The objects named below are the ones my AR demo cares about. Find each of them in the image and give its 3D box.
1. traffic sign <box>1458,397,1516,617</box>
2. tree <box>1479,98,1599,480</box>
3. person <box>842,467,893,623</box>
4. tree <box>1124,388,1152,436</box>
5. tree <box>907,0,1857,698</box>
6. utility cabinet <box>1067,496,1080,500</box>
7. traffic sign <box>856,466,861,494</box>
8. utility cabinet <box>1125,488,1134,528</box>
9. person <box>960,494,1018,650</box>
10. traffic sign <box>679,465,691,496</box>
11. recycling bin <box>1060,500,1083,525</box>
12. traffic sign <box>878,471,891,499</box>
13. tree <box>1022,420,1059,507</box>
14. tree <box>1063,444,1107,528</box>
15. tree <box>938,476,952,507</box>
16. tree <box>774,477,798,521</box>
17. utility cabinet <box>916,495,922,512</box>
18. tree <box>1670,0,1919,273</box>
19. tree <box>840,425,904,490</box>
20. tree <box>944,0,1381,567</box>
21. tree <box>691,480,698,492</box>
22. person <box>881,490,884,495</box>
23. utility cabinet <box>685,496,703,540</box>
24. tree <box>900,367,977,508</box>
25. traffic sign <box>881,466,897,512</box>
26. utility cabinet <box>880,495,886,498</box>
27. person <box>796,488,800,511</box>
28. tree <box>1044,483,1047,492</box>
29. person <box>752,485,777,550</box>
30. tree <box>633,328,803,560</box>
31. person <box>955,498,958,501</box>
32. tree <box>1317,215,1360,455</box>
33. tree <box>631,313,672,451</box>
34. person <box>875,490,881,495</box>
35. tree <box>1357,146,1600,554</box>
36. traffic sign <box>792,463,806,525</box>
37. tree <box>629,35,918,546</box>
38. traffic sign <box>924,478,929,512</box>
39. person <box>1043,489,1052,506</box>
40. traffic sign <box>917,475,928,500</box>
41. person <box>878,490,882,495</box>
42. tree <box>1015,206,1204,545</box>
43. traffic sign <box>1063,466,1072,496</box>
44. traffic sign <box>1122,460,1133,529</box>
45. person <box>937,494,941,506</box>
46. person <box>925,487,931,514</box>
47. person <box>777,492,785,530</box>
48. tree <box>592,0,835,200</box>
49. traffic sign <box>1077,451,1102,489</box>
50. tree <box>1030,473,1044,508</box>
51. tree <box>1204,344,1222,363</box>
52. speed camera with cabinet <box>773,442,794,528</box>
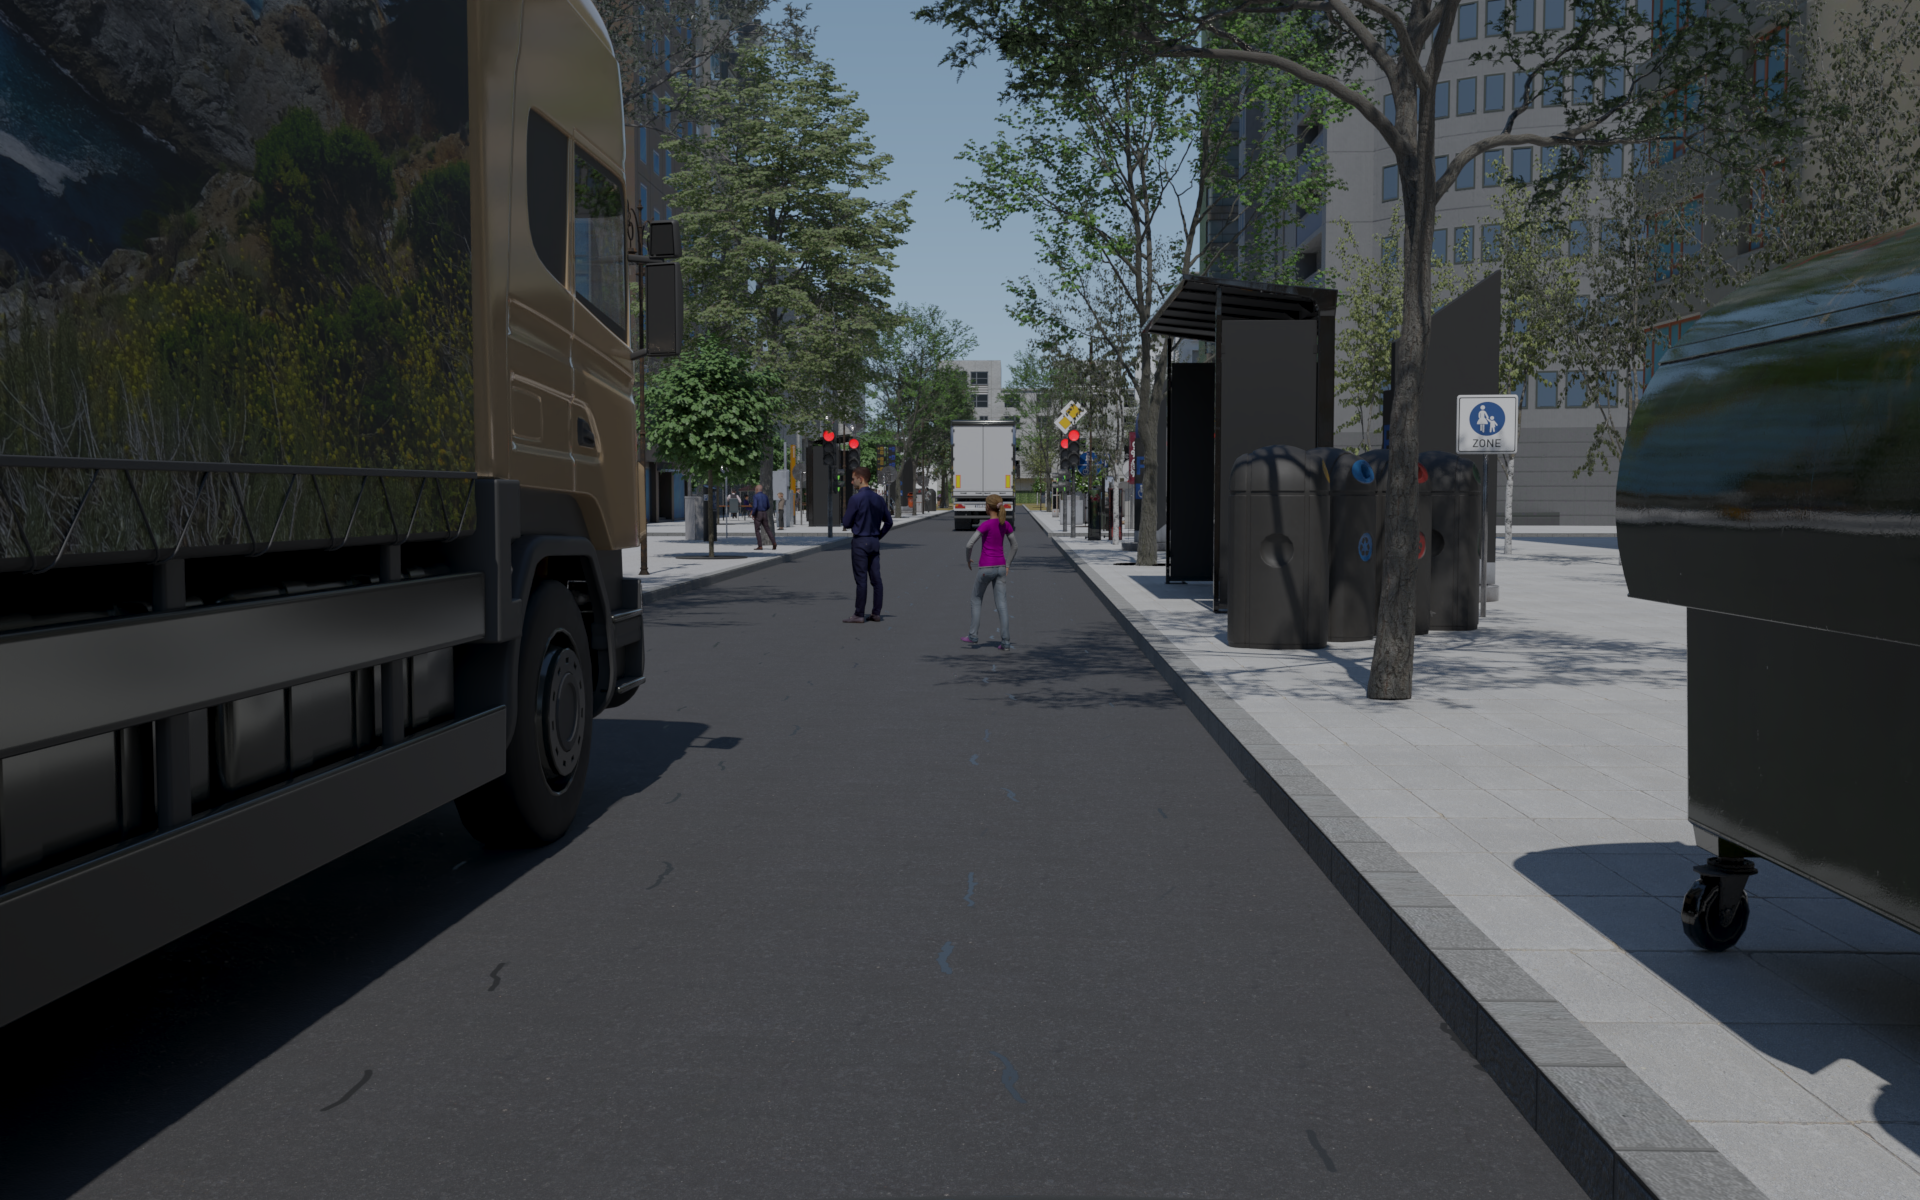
[{"bbox_3d":[5.447,-0.969,17.969,0.606,2.300,0.079,1,4,9],"label":"traffic sign"},{"bbox_3d":[11.671,-4.924,30.877,4.360,8.622,3.978,0,3,0],"label":"tree"},{"bbox_3d":[-1.099,-0.624,19.403,0.504,1.737,0.576,2,4,33],"label":"person"},{"bbox_3d":[13.918,-10.759,126.276,4.737,8.622,4.395,0,3,0],"label":"tree"},{"bbox_3d":[3.046,-4.657,10.548,7.601,10.594,8.767,0,3,0],"label":"tree"},{"bbox_3d":[4.903,-3.978,76.208,0.306,1.237,1.020,2,4,33],"label":"utility cabinet"},{"bbox_3d":[-4.576,-4.645,76.051,0.768,2.556,0.104,0,4,4],"label":"traffic sign"},{"bbox_3d":[6.434,-3.391,64.130,0.318,1.500,1.173,2,4,26],"label":"utility cabinet"},{"bbox_3d":[0.208,-0.257,15.937,0.726,1.434,0.776,-2,4,-35],"label":"person"},{"bbox_3d":[-7.754,-3.033,49.692,0.768,2.556,0.104,1,4,9],"label":"traffic sign"},{"bbox_3d":[4.647,-3.649,72.216,0.722,1.027,0.722,3,4,36],"label":"recycling bin"},{"bbox_3d":[-3.358,-4.569,76.836,0.606,2.300,0.079,0,4,8],"label":"traffic sign"},{"bbox_3d":[8.216,-13.437,170.050,4.737,8.622,4.395,0,3,0],"label":"tree"},{"bbox_3d":[4.964,-4.414,66.777,1.663,3.219,1.824,0,3,0],"label":"tree"},{"bbox_3d":[-1.265,-11.226,178.150,1.663,3.219,1.824,0,3,0],"label":"tree"},{"bbox_3d":[-8.222,-5.356,82.169,1.663,3.219,1.824,0,3,0],"label":"tree"},{"bbox_3d":[-3.188,-7.006,125.713,1.020,1.237,0.306,-1,4,-20],"label":"utility cabinet"},{"bbox_3d":[10.953,-4.351,21.495,4.360,8.622,3.978,0,3,0],"label":"tree"},{"bbox_3d":[-4.317,-6.016,82.073,4.285,4.588,4.351,0,3,0],"label":"tree"},{"bbox_3d":[3.403,-6.408,30.525,9.928,11.665,9.643,0,3,0],"label":"tree"},{"bbox_3d":[-14.476,-5.970,92.212,1.663,3.219,1.824,0,3,0],"label":"tree"},{"bbox_3d":[-8.648,-11.324,191.904,1.217,1.735,0.721,2,4,30],"label":"person"},{"bbox_3d":[-7.440,-2.292,48.639,0.306,1.237,1.020,-2,4,-25],"label":"utility cabinet"},{"bbox_3d":[-1.398,-14.499,154.063,9.611,12.733,9.660,0,3,0],"label":"tree"},{"bbox_3d":[-3.199,-4.760,77.926,0.768,2.556,0.104,0,4,4],"label":"traffic sign"},{"bbox_3d":[-4.658,-5.580,102.390,0.306,1.237,1.020,1,4,16],"label":"utility cabinet"},{"bbox_3d":[-11.978,-7.446,128.588,0.445,1.727,0.742,-1,4,-14],"label":"person"},{"bbox_3d":[5.750,-5.832,89.958,1.663,3.219,1.824,0,3,0],"label":"tree"},{"bbox_3d":[-4.543,-1.897,39.748,0.574,1.496,0.600,-1,4,-21],"label":"person"},{"bbox_3d":[-4.878,-3.104,34.470,4.285,4.588,4.351,0,3,0],"label":"tree"},{"bbox_3d":[-0.433,-12.180,205.271,1.350,1.814,0.705,0,4,7],"label":"person"},{"bbox_3d":[10.694,-5.714,43.780,4.737,8.622,4.395,0,3,0],"label":"tree"},{"bbox_3d":[-12.480,-7.086,66.218,4.360,8.622,3.978,0,3,0],"label":"tree"},{"bbox_3d":[-7.968,-9.891,168.295,0.750,1.759,0.617,0,4,5],"label":"person"},{"bbox_3d":[11.647,-5.303,37.060,4.737,8.622,4.395,0,3,0],"label":"tree"},{"bbox_3d":[-6.512,-4.339,71.053,0.768,2.556,0.104,0,4,7],"label":"traffic sign"},{"bbox_3d":[-4.443,-7.628,42.837,7.486,12.596,7.792,0,3,0],"label":"tree"},{"bbox_3d":[-2.625,-7.705,126.086,0.768,2.556,0.104,0,4,3],"label":"traffic sign"},{"bbox_3d":[9.122,-10.419,176.371,1.348,1.826,0.705,-1,4,-21],"label":"person"},{"bbox_3d":[-2.556,-7.151,117.032,0.768,2.556,0.104,1,4,9],"label":"traffic sign"},{"bbox_3d":[-8.239,-10.336,175.972,0.436,1.711,0.756,-2,4,-35],"label":"person"},{"bbox_3d":[3.694,-5.695,43.482,4.360,8.622,3.978,0,3,0],"label":"tree"},{"bbox_3d":[5.040,-4.860,79.568,0.768,2.556,0.104,0,4,3],"label":"traffic sign"},{"bbox_3d":[6.268,-3.851,63.072,0.768,2.556,0.104,0,4,7],"label":"traffic sign"},{"bbox_3d":[-2.144,-10.659,183.548,0.697,1.427,0.421,2,4,33],"label":"person"},{"bbox_3d":[-2.105,-6.553,113.908,0.376,1.734,0.841,0,4,-3],"label":"person"},{"bbox_3d":[-6.388,-3.153,61.512,0.340,1.345,0.435,-1,4,-15],"label":"person"},{"bbox_3d":[-6.574,-6.594,18.180,12.009,13.543,11.850,0,3,0],"label":"tree"},{"bbox_3d":[3.859,-3.151,51.631,0.768,2.556,0.104,1,4,10],"label":"traffic sign"},{"bbox_3d":[7.284,-10.209,161.515,1.663,3.219,1.824,0,3,0],"label":"tree"},{"bbox_3d":[10.555,-7.946,80.281,4.360,8.622,3.978,0,3,0],"label":"tree"},{"bbox_3d":[-6.817,-4.421,66.626,0.660,3.252,2.038,0,4,1],"label":"speed camera with cabinet"}]
